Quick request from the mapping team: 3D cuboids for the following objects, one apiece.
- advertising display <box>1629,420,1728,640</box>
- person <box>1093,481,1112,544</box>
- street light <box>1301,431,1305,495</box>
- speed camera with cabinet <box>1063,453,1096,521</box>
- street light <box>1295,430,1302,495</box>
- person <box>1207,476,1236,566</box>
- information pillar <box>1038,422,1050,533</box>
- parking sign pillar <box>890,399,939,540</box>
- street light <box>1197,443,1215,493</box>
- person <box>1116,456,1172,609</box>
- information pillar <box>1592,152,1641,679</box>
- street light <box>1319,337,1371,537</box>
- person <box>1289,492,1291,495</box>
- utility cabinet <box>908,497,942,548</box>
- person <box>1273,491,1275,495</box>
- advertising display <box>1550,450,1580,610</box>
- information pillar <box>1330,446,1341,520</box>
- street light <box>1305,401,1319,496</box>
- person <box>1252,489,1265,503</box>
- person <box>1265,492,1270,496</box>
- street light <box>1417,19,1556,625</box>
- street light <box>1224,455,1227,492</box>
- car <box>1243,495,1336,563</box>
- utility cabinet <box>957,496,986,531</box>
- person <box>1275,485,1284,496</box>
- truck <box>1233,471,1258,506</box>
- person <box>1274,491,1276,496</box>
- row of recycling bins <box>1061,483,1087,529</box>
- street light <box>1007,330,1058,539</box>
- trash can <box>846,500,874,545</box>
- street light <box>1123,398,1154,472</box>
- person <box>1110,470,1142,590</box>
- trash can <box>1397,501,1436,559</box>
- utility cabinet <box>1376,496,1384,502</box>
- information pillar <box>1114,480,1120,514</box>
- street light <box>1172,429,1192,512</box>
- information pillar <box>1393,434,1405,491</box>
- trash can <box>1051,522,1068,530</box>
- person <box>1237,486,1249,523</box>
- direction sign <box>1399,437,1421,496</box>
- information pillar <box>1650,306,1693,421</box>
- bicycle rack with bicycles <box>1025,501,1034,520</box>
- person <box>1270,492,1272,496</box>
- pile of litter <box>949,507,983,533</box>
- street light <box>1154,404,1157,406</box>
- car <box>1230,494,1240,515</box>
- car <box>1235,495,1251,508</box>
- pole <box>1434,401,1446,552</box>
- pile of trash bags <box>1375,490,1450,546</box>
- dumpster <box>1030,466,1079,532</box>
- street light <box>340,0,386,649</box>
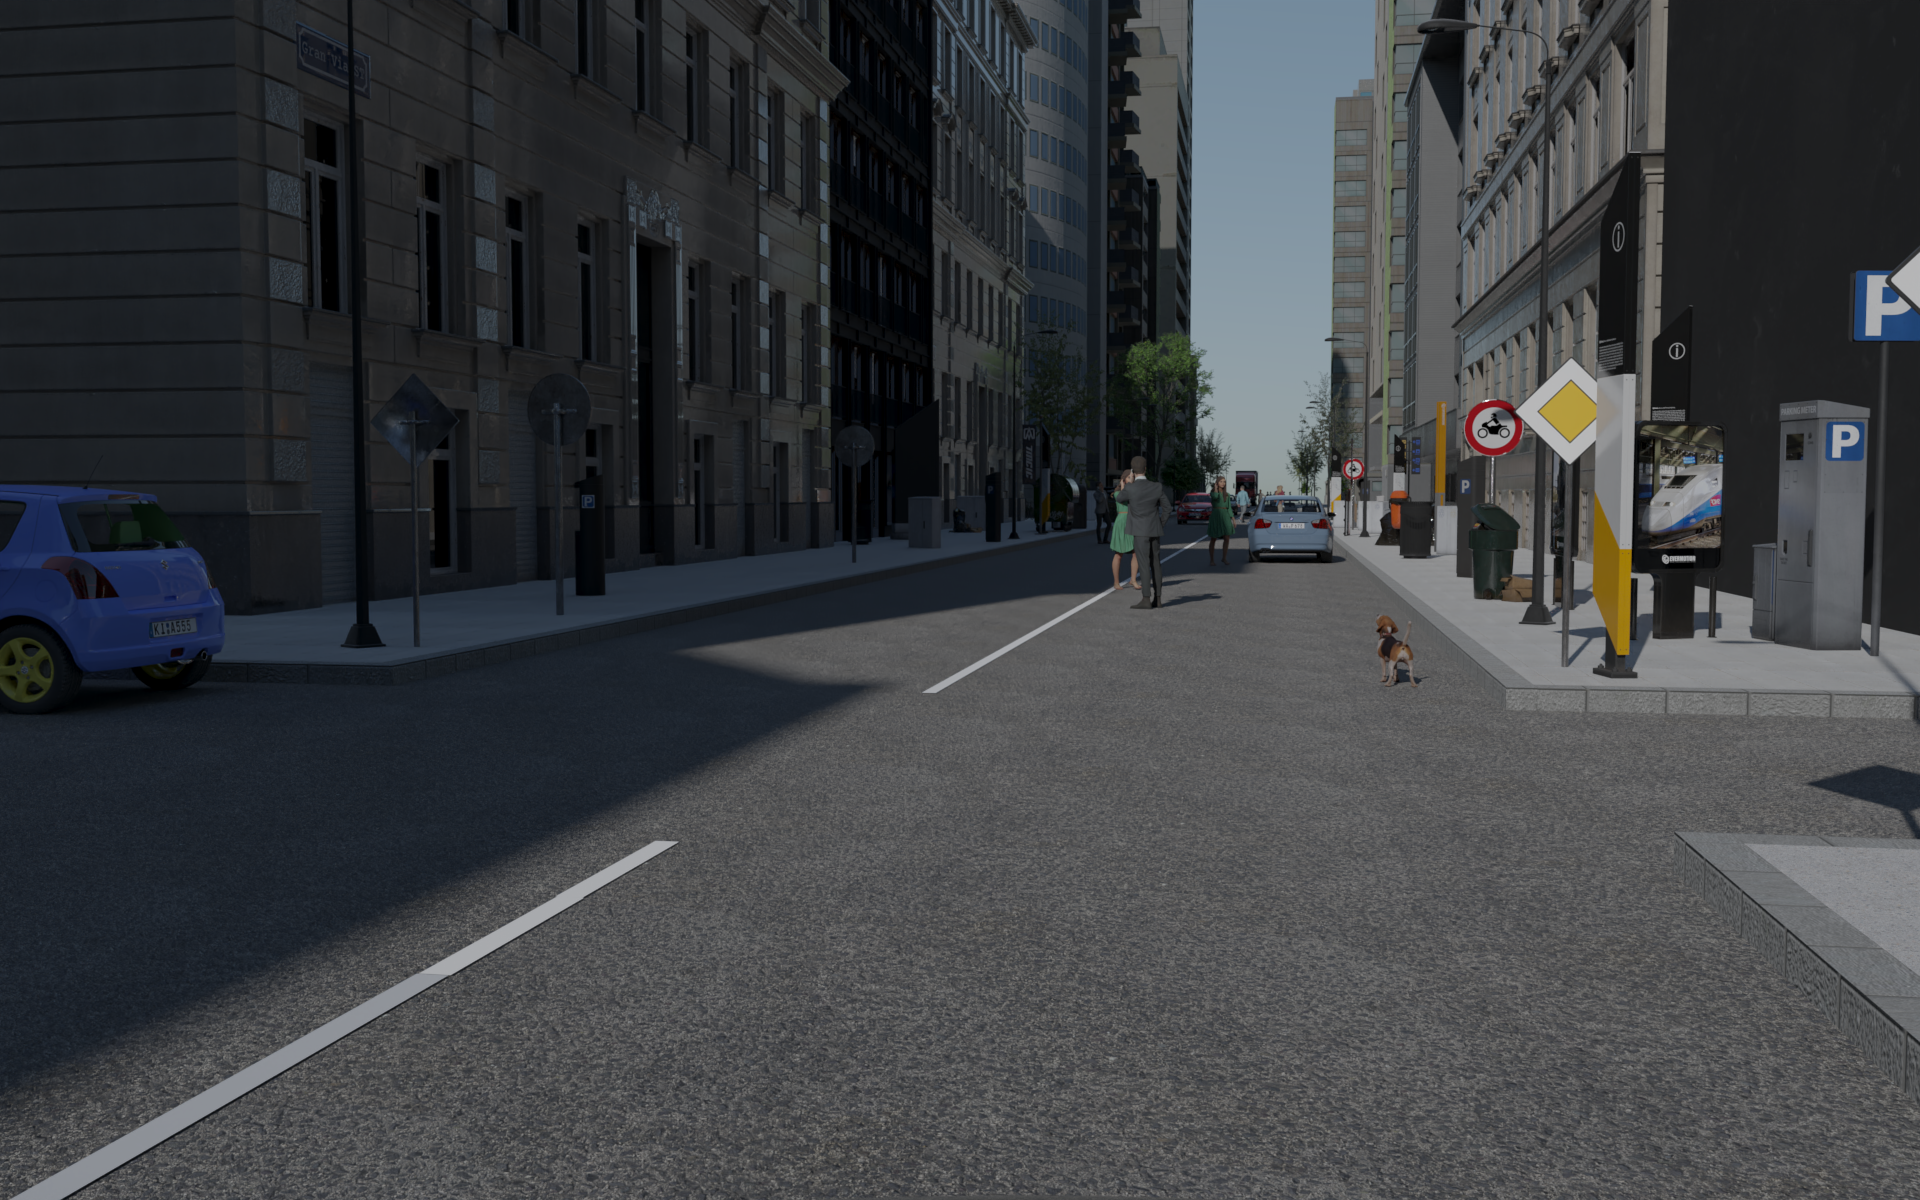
[{"bbox_3d":[6.326,-0.617,15.306,0.974,1.923,0.123,-1,4,-18],"label":"advertising display"},{"bbox_3d":[4.114,-2.517,49.834,0.592,1.802,0.473,-2,4,-31],"label":"person"},{"bbox_3d":[19.039,-7.306,91.989,1.470,5.913,1.316,1,4,10],"label":"street light"},{"bbox_3d":[5.550,-5.467,83.722,2.038,3.252,0.660,-1,4,-22],"label":"speed camera with cabinet"},{"bbox_3d":[25.340,-9.411,126.416,1.470,5.913,1.316,1,4,10],"label":"street light"},{"bbox_3d":[5.210,-1.587,34.696,0.600,1.795,0.529,-2,4,-27],"label":"person"},{"bbox_3d":[2.766,-3.982,56.460,0.183,3.616,0.504,-2,4,-29],"label":"information pillar"},{"bbox_3d":[-1.264,-3.704,49.027,1.447,3.967,1.447,-1,4,-16],"label":"parking sign pillar"},{"bbox_3d":[22.334,-11.370,158.443,1.470,5.913,1.316,1,4,10],"label":"street light"},{"bbox_3d":[2.283,-0.844,21.663,0.648,1.900,0.474,-2,4,-29],"label":"person"},{"bbox_3d":[4.612,-1.274,12.178,0.183,3.616,0.504,0,4,-1],"label":"information pillar"},{"bbox_3d":[11.493,-4.823,51.390,1.470,5.913,1.316,1,4,10],"label":"street light"},{"bbox_3d":[36.969,-11.323,194.436,0.445,1.727,0.742,0,4,-8],"label":"person"},{"bbox_3d":[-0.849,-1.843,41.288,0.306,1.237,1.020,-2,4,-35],"label":"utility cabinet"},{"bbox_3d":[43.170,-14.004,237.455,1.348,1.826,0.705,2,4,30],"label":"person"},{"bbox_3d":[6.822,-0.877,19.545,0.123,1.923,0.974,0,4,8],"label":"advertising display"},{"bbox_3d":[18.439,-5.725,84.962,0.504,3.616,0.183,-1,4,-12],"label":"information pillar"},{"bbox_3d":[18.097,-6.961,86.355,1.470,5.913,1.316,1,4,10],"label":"street light"},{"bbox_3d":[24.692,-8.194,142.477,1.348,1.824,0.705,2,4,29],"label":"person"},{"bbox_3d":[36.566,-12.055,206.304,0.721,1.736,1.217,-2,4,-32],"label":"person"},{"bbox_3d":[5.171,-2.721,17.030,1.470,5.913,1.316,1,4,10],"label":"street light"},{"bbox_3d":[31.325,-14.373,207.545,1.470,5.913,1.316,1,4,10],"label":"street light"},{"bbox_3d":[7.111,-1.552,37.385,2.014,1.417,4.499,1,4,10],"label":"car"},{"bbox_3d":[0.409,-3.014,60.443,1.020,1.237,0.306,1,4,13],"label":"utility cabinet"},{"bbox_3d":[14.269,-4.212,77.341,0.573,1.828,0.580,-1,4,-22],"label":"person"},{"bbox_3d":[34.511,-13.436,208.599,2.839,4.237,11.283,1,4,11],"label":"truck"},{"bbox_3d":[33.788,-10.802,185.823,0.721,1.736,1.217,1,4,20],"label":"person"},{"bbox_3d":[4.316,-3.559,65.310,1.069,1.692,3.534,0,4,1],"label":"row of recycling bins"},{"bbox_3d":[2.071,-4.685,49.134,1.470,5.913,1.316,1,4,10],"label":"street light"},{"bbox_3d":[-2.540,-1.973,43.911,0.748,1.137,0.748,0,3,0],"label":"trash can"},{"bbox_3d":[8.457,-6.797,83.669,1.470,5.913,1.316,1,4,10],"label":"street light"},{"bbox_3d":[2.513,-1.053,25.959,0.600,1.795,0.529,-2,4,-34],"label":"person"},{"bbox_3d":[9.042,-1.390,34.372,0.748,1.137,0.748,0,3,0],"label":"trash can"},{"bbox_3d":[16.729,-3.541,69.059,0.306,1.237,1.020,1,4,12],"label":"utility cabinet"},{"bbox_3d":[7.961,-5.078,87.516,0.304,2.012,0.304,-3,5,-40],"label":"information pillar"},{"bbox_3d":[15.893,-9.270,124.105,1.470,5.913,1.316,1,4,10],"label":"street light"},{"bbox_3d":[17.130,-4.665,67.624,0.504,3.616,0.183,-2,4,-25],"label":"information pillar"},{"bbox_3d":[3.533,-3.035,61.270,0.748,1.137,0.748,0,3,0],"label":"trash can"},{"bbox_3d":[13.981,-4.744,85.927,0.748,1.841,0.638,-3,5,-39],"label":"person"},{"bbox_3d":[17.839,-4.700,68.847,0.876,3.537,0.379,1,4,20],"label":"direction sign"},{"bbox_3d":[8.936,-1.862,21.792,0.183,3.616,0.504,-3,5,-43],"label":"information pillar"},{"bbox_3d":[3.752,-4.502,86.991,2.852,0.926,2.925,-1,4,-12],"label":"bicycle rack with bicycles"},{"bbox_3d":[41.231,-13.555,230.648,0.617,1.759,0.750,-3,5,-40],"label":"person"},{"bbox_3d":[0.200,-2.697,58.062,1.176,0.858,1.719,0,4,3],"label":"pile of litter"},{"bbox_3d":[9.487,-7.161,89.629,1.470,5.913,1.316,1,4,10],"label":"street light"},{"bbox_3d":[18.076,-6.623,118.080,2.009,1.686,4.222,1,4,9],"label":"car"},{"bbox_3d":[29.184,-10.247,179.893,2.083,1.381,4.827,1,4,10],"label":"car"},{"bbox_3d":[10.613,-2.717,38.265,0.158,3.312,0.155,0,3,0],"label":"pole"},{"bbox_3d":[11.221,-2.034,43.013,1.912,1.369,3.447,2,4,25],"label":"pile of trash bags"},{"bbox_3d":[3.237,-3.476,59.325,1.502,2.255,1.985,1,4,10],"label":"dumpster"},{"bbox_3d":[-4.486,-2.553,14.276,1.470,5.913,1.316,1,4,10],"label":"street light"}]
